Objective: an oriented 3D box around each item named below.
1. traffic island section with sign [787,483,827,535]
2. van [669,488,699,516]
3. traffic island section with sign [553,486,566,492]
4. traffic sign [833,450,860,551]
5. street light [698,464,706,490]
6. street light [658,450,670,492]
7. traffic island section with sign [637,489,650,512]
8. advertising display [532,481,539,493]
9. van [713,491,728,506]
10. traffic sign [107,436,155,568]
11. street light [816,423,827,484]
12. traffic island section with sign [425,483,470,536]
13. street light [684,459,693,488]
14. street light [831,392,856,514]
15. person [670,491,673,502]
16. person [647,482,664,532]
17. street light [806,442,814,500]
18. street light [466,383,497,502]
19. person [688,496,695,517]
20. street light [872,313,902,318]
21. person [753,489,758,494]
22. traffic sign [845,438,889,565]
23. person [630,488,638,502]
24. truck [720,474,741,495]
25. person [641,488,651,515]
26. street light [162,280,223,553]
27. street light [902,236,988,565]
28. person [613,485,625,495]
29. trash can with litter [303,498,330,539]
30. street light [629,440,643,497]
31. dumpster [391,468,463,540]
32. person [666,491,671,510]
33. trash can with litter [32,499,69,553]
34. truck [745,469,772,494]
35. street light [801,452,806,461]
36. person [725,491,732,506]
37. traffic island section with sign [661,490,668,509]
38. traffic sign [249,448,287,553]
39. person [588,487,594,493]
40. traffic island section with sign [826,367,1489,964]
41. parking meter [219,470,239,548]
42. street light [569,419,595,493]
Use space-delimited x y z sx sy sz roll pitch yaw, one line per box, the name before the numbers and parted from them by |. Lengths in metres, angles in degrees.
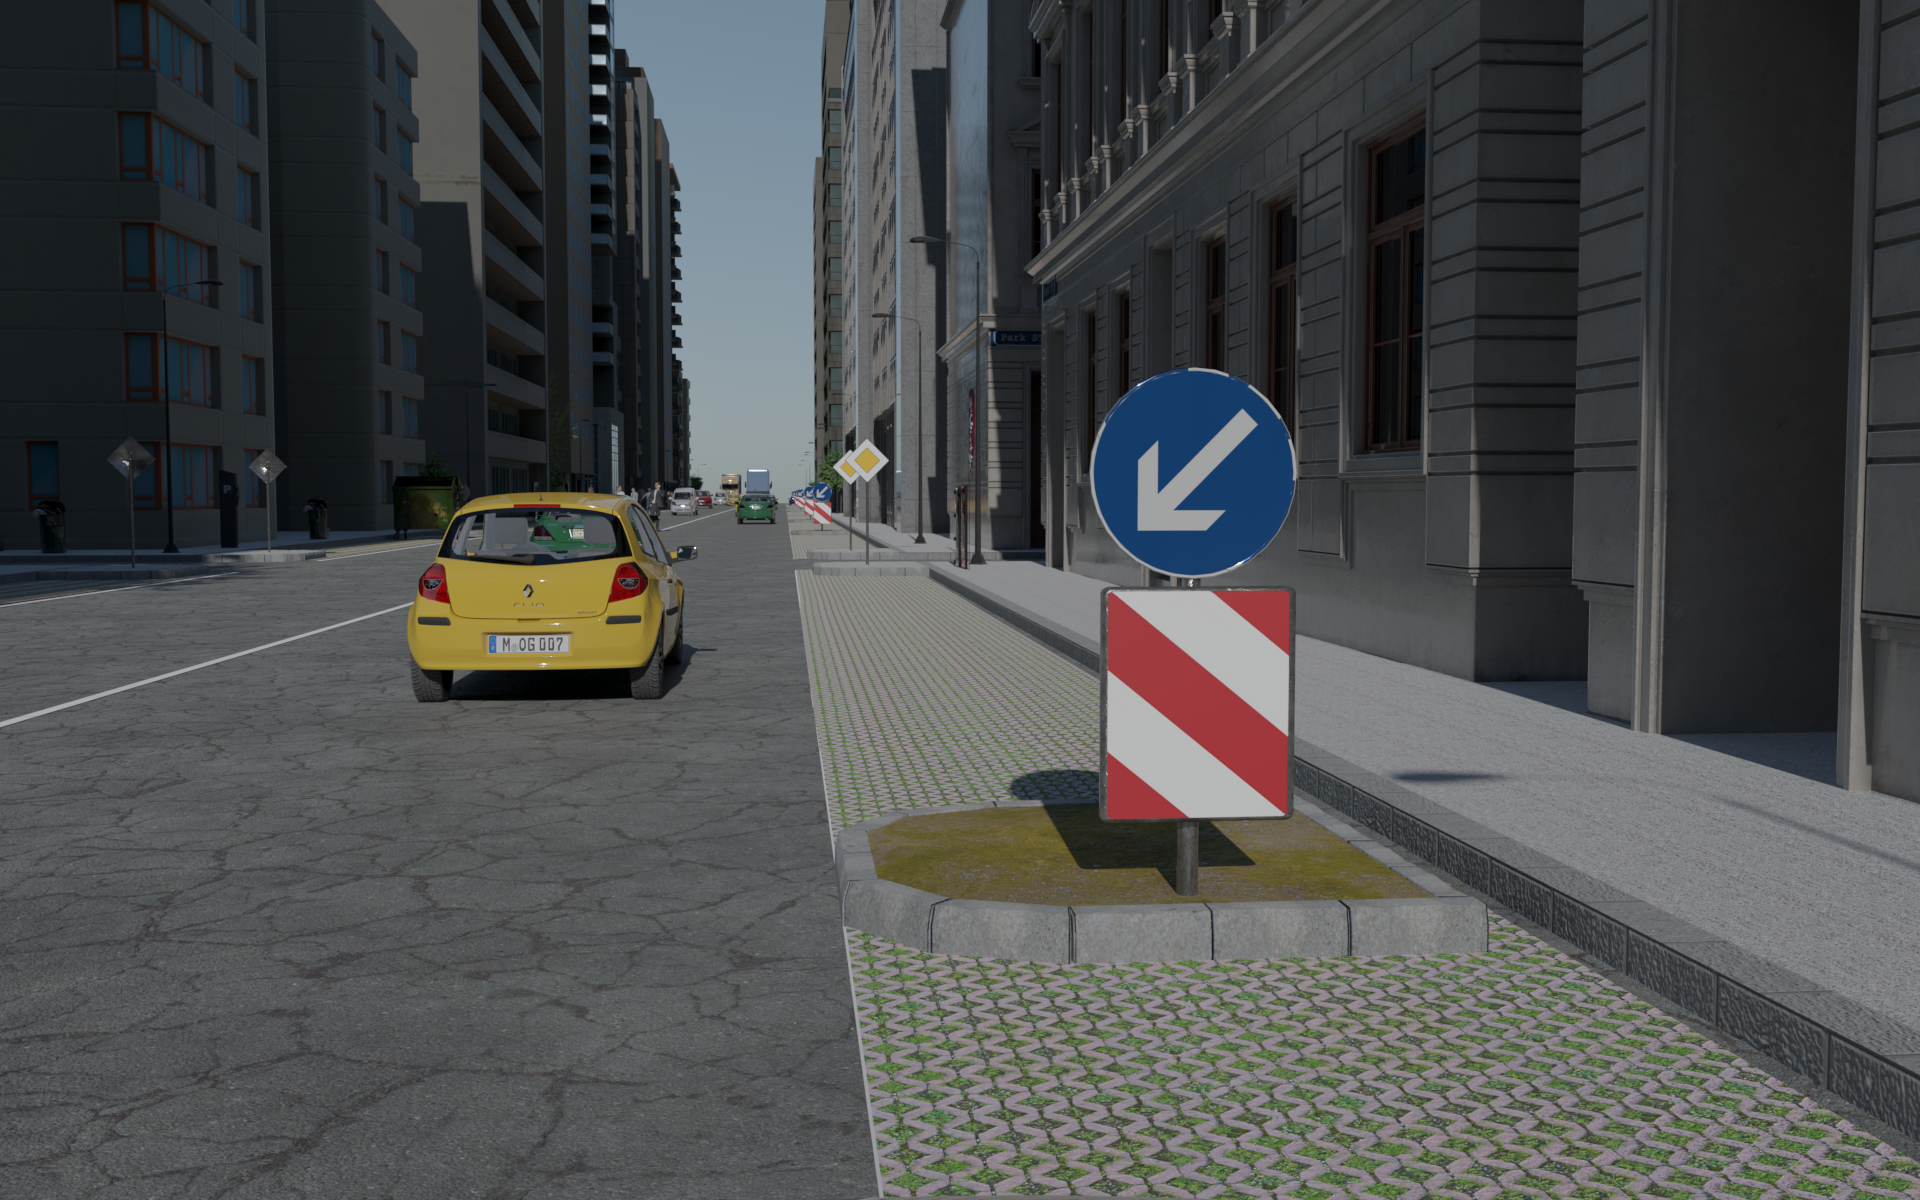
traffic island section with sign | -4.940 -3.175 60.535 1.989 1.847 2.006 0 4 -6
van | -18.579 -6.710 116.727 2.013 2.044 4.112 0 4 -6
traffic island section with sign | -20.227 -4.832 87.634 1.989 1.847 2.006 0 4 -6
traffic sign | -2.481 -2.176 39.228 0.795 2.450 0.064 0 4 -6
street light | -39.697 -17.964 266.244 1.470 5.913 1.316 0 4 -6
street light | -31.368 -12.899 183.438 1.470 5.913 1.316 0 4 -6
traffic island section with sign | -25.278 -7.887 137.581 1.989 1.847 2.006 0 4 -6
advertising display | -21.853 -5.132 89.121 0.123 1.923 0.974 0 4 0
van | -30.144 -12.923 218.306 2.013 2.044 4.112 0 4 -4
traffic sign | -14.358 -1.614 30.024 0.795 2.450 0.064 0 4 -6
street light | -8.621 -8.637 113.756 1.470 5.913 1.316 0 4 -6
traffic island section with sign | -17.459 -3.166 60.397 1.989 1.847 2.006 0 4 -6
street light | -36.308 -15.852 231.728 1.470 5.913 1.316 0 4 -6
street light | -5.176 -6.526 79.246 1.470 5.913 1.316 0 4 -6
person | -25.650 -8.886 154.574 1.217 1.735 0.721 3 5 40
person | -11.496 -3.526 65.509 0.648 1.900 0.474 -1 4 -14
street light | -12.836 -11.156 154.937 1.470 5.913 1.316 0 4 -6
street light | -20.111 -6.126 72.702 1.470 5.913 1.316 0 4 -6
person | -16.825 -5.865 108.667 0.640 1.303 0.475 2 4 34
street light | -1.564 -4.407 44.600 1.470 5.913 1.316 0 4 -6
person | -17.560 -8.574 148.641 1.348 1.831 0.705 -1 4 -16
traffic sign | -1.677 -1.691 31.283 0.795 2.450 0.064 0 4 -6
person | -19.881 -5.925 105.477 0.635 1.810 0.391 2 4 28
truck | -32.306 -15.647 244.745 2.839 4.237 11.283 0 4 -5
person | -21.154 -6.695 118.050 1.350 1.814 0.705 1 4 13
street light | -16.662 -3.981 37.635 1.470 5.913 1.316 0 4 -6
street light | -0.212 -3.599 31.381 1.470 5.913 1.316 0 4 -6
person | -15.863 -4.389 80.359 0.679 1.850 0.850 0 4 -7
trash can with litter | -18.278 -2.315 49.233 0.624 1.170 1.055 -1 4 -13
street light | -27.879 -10.788 148.932 1.470 5.913 1.316 0 4 -6
dumpster | -16.624 -3.003 54.054 1.985 2.255 1.502 0 4 -4
person | -25.569 -8.738 152.162 0.445 1.727 0.742 0 4 0
trash can with litter | -19.711 -1.601 37.564 0.624 1.170 1.055 -1 4 -21
truck | -20.979 -11.581 179.107 2.967 4.110 18.799 0 4 -6
street light | -17.500 -14.055 202.342 1.470 5.913 1.316 0 4 -6
person | -28.289 -12.491 212.804 1.350 1.814 0.705 -3 5 -40
traffic island section with sign | -28.001 -9.527 164.398 1.989 1.847 2.006 0 4 -6
traffic sign | -15.163 -2.099 37.969 0.795 2.450 0.064 0 4 -6
person | -17.814 -4.534 83.226 0.643 1.750 0.593 0 4 4
traffic island section with sign | 0.555 0.148 6.213 1.989 1.847 2.006 0 4 -6
parking meter | -17.420 -2.177 41.303 0.399 1.863 0.255 -1 4 -11
street light | -23.693 -8.270 107.756 1.470 5.913 1.316 0 4 -6
